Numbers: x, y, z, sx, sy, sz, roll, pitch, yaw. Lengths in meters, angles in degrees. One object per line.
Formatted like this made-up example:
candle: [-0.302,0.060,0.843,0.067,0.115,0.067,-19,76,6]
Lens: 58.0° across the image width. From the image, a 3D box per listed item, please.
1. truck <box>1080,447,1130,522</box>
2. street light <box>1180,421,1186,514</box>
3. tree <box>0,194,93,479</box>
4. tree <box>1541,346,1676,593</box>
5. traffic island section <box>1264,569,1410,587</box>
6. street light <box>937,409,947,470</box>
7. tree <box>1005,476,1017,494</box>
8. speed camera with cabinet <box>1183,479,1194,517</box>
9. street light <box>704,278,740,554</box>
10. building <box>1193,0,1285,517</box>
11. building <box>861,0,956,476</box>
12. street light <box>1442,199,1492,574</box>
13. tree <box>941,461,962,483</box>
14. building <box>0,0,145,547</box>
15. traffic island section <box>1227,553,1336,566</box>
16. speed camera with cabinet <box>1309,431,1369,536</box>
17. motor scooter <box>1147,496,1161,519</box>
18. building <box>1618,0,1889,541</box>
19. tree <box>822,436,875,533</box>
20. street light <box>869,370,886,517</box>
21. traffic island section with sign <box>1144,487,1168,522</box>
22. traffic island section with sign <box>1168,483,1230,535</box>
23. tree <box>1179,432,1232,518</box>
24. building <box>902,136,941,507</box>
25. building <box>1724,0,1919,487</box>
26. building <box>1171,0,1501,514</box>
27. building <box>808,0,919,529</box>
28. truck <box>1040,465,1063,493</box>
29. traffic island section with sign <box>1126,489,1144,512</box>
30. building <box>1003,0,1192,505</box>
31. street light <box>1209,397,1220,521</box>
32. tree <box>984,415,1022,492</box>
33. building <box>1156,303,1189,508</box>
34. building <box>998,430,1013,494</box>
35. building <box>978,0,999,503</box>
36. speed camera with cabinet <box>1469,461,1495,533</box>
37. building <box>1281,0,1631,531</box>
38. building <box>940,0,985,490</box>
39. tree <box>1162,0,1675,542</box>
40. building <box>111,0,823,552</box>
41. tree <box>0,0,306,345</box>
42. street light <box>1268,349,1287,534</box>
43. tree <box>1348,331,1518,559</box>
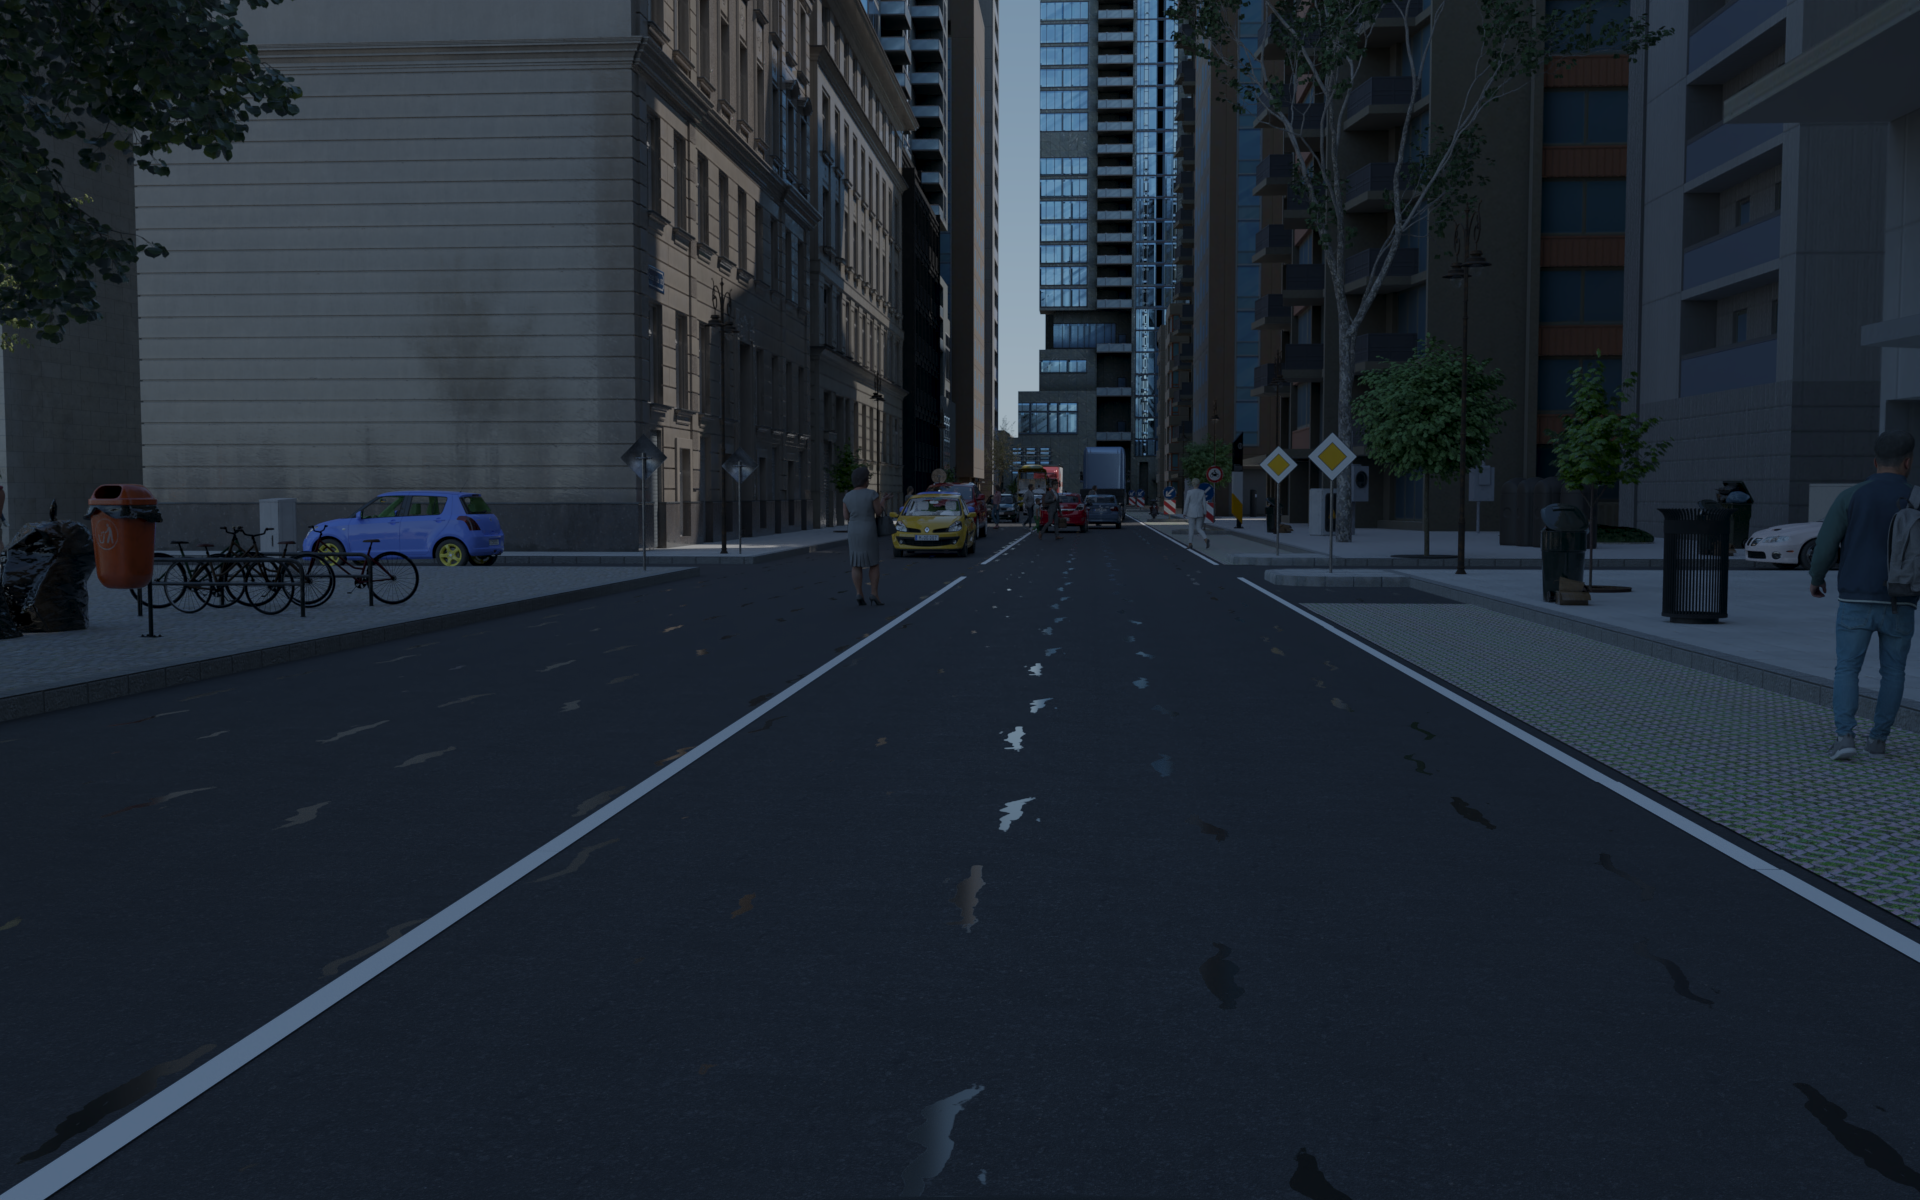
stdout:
truck: [7.618,-6.333,93.304,2.967,4.110,18.799,0,4,6]
street light: [14.219,-8.413,110.339,0.468,5.910,1.993,0,4,4]
tree: [-16.131,-4.677,26.825,4.737,8.622,4.395,0,3,0]
tree: [8.303,-1.722,22.760,1.663,3.219,1.824,0,3,0]
traffic island section: [6.051,-0.361,28.181,2.009,0.180,2.903,0,4,4]
street light: [-0.950,-7.326,92.562,0.468,5.910,1.993,0,4,4]
tree: [5.922,-11.734,186.446,1.663,3.219,1.824,0,3,0]
speed camera with cabinet: [13.042,-6.376,98.588,0.660,3.252,2.038,0,4,6]
street light: [-5.081,-3.935,37.130,0.468,5.910,1.993,0,4,4]
building: [21.308,-27.677,102.631,14.600,45.320,14.200,0,4,4]
building: [-11.076,-49.813,127.120,22.319,86.520,31.000,0,4,4]
street light: [8.021,-3.350,27.555,0.468,5.910,1.993,0,4,4]
tree: [-0.584,-6.547,101.639,1.663,3.219,1.824,0,3,0]
building: [-29.482,-11.596,44.349,16.860,20.320,10.420,0,4,4]
traffic island section: [6.645,-0.848,36.144,2.009,0.180,2.903,0,4,4]
speed camera with cabinet: [11.743,-3.625,53.612,2.038,3.252,0.660,-2,4,-34]
motor scooter: [10.803,-5.115,96.403,0.815,1.314,1.986,0,4,6]
building: [34.105,-30.649,43.104,28.212,58.520,21.231,0,4,4]
tree: [-3.717,-3.871,57.891,1.663,3.219,1.824,0,3,0]
street light: [-3.076,-5.634,64.900,0.468,5.910,1.993,0,4,4]
traffic island section with sign: [10.567,-4.886,88.510,1.989,1.847,2.006,0,4,4]
traffic island section with sign: [8.557,-3.242,61.629,1.989,1.847,2.006,0,4,4]
tree: [13.271,-6.641,92.293,4.285,4.588,4.351,0,3,0]
building: [-7.945,-16.562,100.469,12.332,23.373,15.834,0,4,4]
building: [23.482,-25.775,10.660,28.713,52.752,27.495,0,4,4]
building: [28.706,-29.713,140.436,22.147,44.769,28.867,0,4,4]
building: [-11.322,-14.953,77.766,16.112,22.955,30.059,0,4,4]
truck: [8.534,-10.938,167.757,2.839,4.237,11.283,0,4,6]
traffic island section with sign: [14.254,-7.909,137.939,1.989,1.847,2.006,0,4,4]
building: [21.211,-54.522,204.112,31.000,86.520,22.319,0,4,4]
street light: [12.129,-6.711,82.510,0.468,5.910,1.993,0,4,4]
tree: [3.705,-12.976,162.523,4.360,8.622,3.978,0,3,0]
building: [33.829,-19.902,170.438,27.650,21.520,28.899,0,4,4]
building: [-7.725,-37.992,210.401,27.495,52.752,28.713,0,4,4]
building: [-10.273,-38.806,176.471,28.212,58.520,21.231,0,4,4]
speed camera with cabinet: [17.712,-3.805,56.546,2.038,3.252,0.660,0,4,-1]
building: [23.816,-25.479,71.213,22.147,44.769,28.867,0,4,4]
building: [-5.204,-30.634,150.977,14.600,45.320,14.200,0,4,4]
tree: [11.192,-11.530,44.409,12.611,20.169,13.585,0,3,0]
building: [-11.825,-15.455,49.945,12.463,27.353,25.104,0,4,4]
tree: [-7.682,-6.300,9.658,9.857,13.997,8.962,0,3,0]
street light: [10.143,-5.054,55.428,0.468,5.910,1.993,0,4,4]
tree: [9.561,-3.140,35.054,4.285,4.588,4.351,0,3,0]
